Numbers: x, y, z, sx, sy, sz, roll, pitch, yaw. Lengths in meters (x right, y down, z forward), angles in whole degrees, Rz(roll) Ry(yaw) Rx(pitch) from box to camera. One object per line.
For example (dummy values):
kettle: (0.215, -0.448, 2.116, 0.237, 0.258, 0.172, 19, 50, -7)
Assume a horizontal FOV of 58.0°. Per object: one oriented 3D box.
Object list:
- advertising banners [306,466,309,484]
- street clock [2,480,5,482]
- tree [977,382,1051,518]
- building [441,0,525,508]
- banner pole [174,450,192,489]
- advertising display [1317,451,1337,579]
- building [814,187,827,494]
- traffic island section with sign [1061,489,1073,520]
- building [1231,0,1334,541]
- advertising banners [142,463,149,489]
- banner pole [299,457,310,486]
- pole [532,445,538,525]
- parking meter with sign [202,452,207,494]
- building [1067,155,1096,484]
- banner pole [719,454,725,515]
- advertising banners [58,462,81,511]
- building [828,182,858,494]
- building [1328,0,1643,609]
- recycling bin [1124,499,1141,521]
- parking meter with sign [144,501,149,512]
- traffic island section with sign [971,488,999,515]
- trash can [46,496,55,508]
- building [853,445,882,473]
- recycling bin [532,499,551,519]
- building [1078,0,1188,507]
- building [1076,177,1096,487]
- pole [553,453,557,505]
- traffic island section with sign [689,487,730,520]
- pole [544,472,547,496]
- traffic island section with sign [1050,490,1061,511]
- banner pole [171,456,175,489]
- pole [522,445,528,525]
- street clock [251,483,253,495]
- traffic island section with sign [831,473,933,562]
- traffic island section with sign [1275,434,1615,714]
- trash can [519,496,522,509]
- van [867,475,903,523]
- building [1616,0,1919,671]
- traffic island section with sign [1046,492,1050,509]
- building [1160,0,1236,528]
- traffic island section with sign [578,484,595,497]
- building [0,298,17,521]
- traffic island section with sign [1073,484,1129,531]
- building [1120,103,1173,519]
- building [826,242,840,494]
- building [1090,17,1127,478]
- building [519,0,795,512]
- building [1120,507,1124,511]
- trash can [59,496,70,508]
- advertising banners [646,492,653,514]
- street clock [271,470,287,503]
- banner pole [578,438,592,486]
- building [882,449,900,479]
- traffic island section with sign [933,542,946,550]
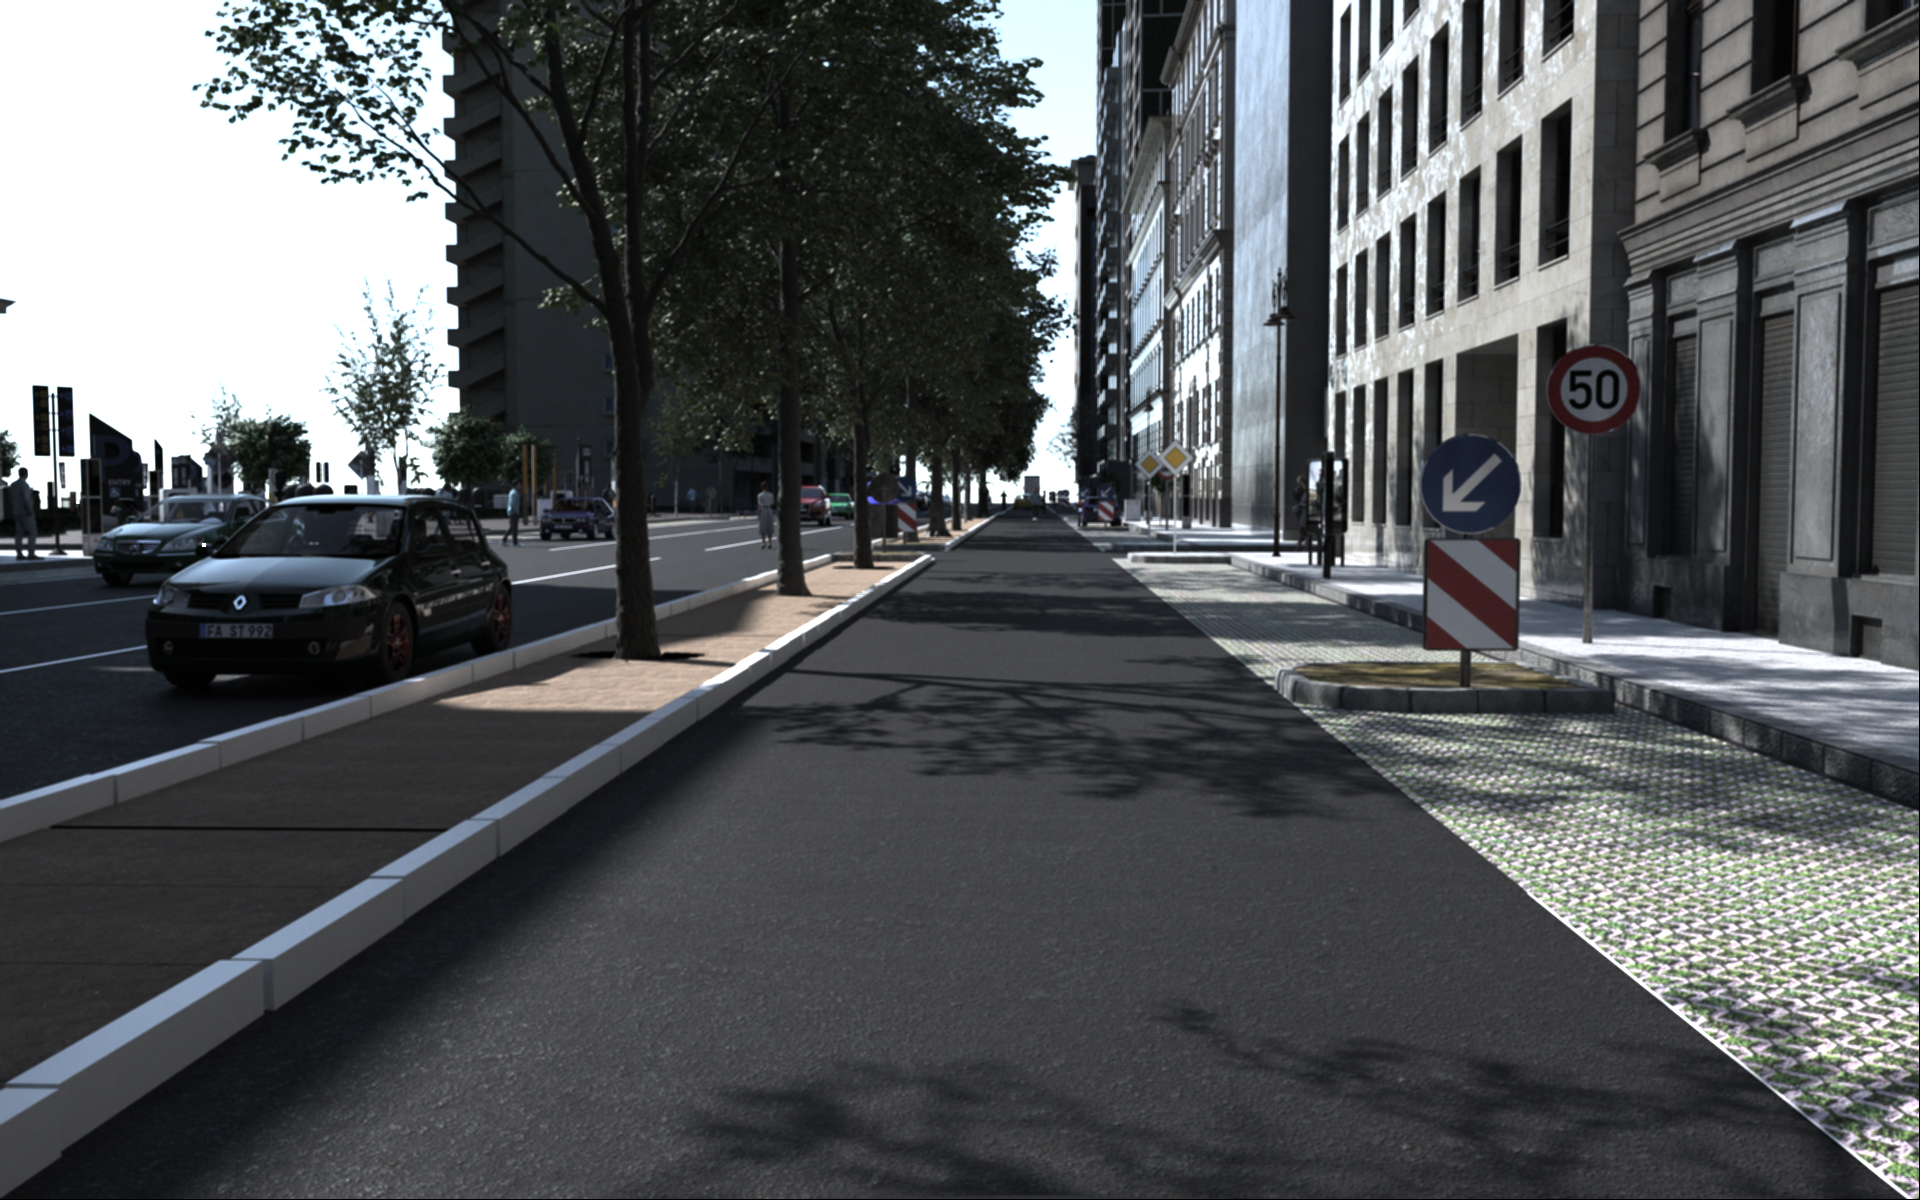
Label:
advertising banners: (-33.461, -5.538, 86.726, 2.074, 3.025, 0.090, 1, 4, 13)
street clock: (-48.375, -5.070, 87.469, 0.358, 2.002, 0.471, 1, 4, 12)
tree: (1.083, -10.043, 101.080, 8.767, 10.594, 7.601, 0, 4, 2)
building: (-26.409, -31.049, 131.354, 21.300, 48.544, 21.600, 0, 4, 2)
banner pole: (-43.651, -6.591, 97.779, 0.863, 3.779, 0.401, -3, 5, -39)
advertising display: (5.641, -1.309, 26.619, 0.123, 1.923, 0.974, 0, 4, 8)
building: (-20.982, -29.796, 170.757, 14.154, 41.232, 14.086, 0, 4, 2)
traffic island section with sign: (6.659, -5.263, 94.672, 1.989, 1.847, 2.006, 0, 4, 2)
building: (23.990, -14.220, 51.564, 30.058, 24.678, 14.314, 0, 4, 2)
advertising banners: (-46.115, -6.156, 96.838, 2.074, 3.025, 0.090, 1, 4, 22)
banner pole: (-32.165, -5.818, 85.138, 0.863, 3.779, 0.401, 1, 4, 21)
pole: (-17.589, -4.757, 71.621, 0.158, 3.312, 0.155, 0, 3, 0)
parking meter with sign: (-30.983, -4.596, 71.404, 0.543, 3.016, 1.738, -1, 4, -13)
building: (30.909, -41.277, 264.122, 28.713, 52.752, 27.495, 0, 4, 2)
banner pole: (-14.950, -7.229, 108.207, 0.401, 3.779, 0.863, 0, 4, 4)
advertising banners: (-47.646, -5.924, 93.046, 2.074, 3.025, 0.090, 1, 4, 22)
building: (-26.071, -38.509, 218.868, 28.713, 52.752, 27.495, 0, 4, 2)
building: (12.464, -10.523, 26.804, 10.420, 20.320, 16.860, 0, 4, 2)
recycling bin: (8.126, -4.222, 81.585, 0.722, 1.027, 0.722, 0, 4, 2)
parking meter with sign: (-49.631, -6.580, 103.848, 1.738, 3.016, 0.543, -1, 4, -16)
traffic island section with sign: (1.687, -6.832, 119.840, 2.006, 1.907, 1.989, 0, 4, 2)
trash can: (-62.518, -6.581, 119.248, 0.748, 1.137, 0.748, 0, 3, 0)
building: (-18.261, -36.055, 239.602, 14.600, 45.320, 14.200, 0, 4, 2)
recycling bin: (-21.251, -4.616, 88.031, 0.722, 1.027, 0.722, -3, 5, -41)
building: (26.043, -48.151, 225.515, 20.563, 71.187, 20.611, 0, 4, 2)
building: (23.596, -36.313, 243.821, 14.600, 45.320, 14.200, 0, 4, 2)
pole: (-20.123, -5.639, 86.036, 0.158, 3.312, 0.155, 0, 3, 0)
traffic island section with sign: (-13.759, -5.306, 95.387, 1.989, 1.847, 2.006, 0, 4, 2)
pole: (-25.260, -6.832, 105.541, 0.158, 3.312, 0.155, 0, 3, 0)
traffic island section with sign: (8.698, -8.308, 144.458, 1.989, 1.847, 2.006, 0, 4, 2)
banner pole: (-45.564, -6.789, 101.024, 0.863, 3.779, 0.401, -1, 4, -18)
pole: (-17.933, -4.745, 71.426, 0.158, 3.312, 0.155, 0, 3, 0)
street clock: (-42.099, -6.043, 103.370, 0.471, 2.002, 0.358, 3, 5, 41)
traffic island section with sign: (-1.695, -1.788, 37.364, 2.006, 1.907, 1.989, 0, 4, 2)
traffic island section with sign: (3.288, -0.218, 12.195, 1.989, 1.847, 2.006, 0, 4, 2)
trash can: (-26.403, -5.608, 103.336, 0.748, 1.137, 0.748, 0, 3, 0)
van: (-3.416, -4.734, 81.792, 2.240, 2.365, 5.245, 0, 4, 4)
building: (11.518, -9.794, 9.276, 9.793, 20.994, 18.267, 0, 4, 2)
traffic island section with sign: (9.804, -9.955, 171.391, 1.989, 1.847, 2.006, 0, 4, 2)
building: (15.943, -17.080, 76.528, 12.463, 27.353, 25.104, 0, 4, 2)
traffic island section with sign: (-14.850, -3.659, 68.453, 1.989, 1.847, 2.006, 0, 4, 2)
building: (-30.117, -11.927, 31.163, 21.152, 22.565, 11.583, 0, 4, 2)
traffic island section with sign: (5.537, -3.596, 67.415, 1.989, 1.847, 2.006, 0, 4, 2)
building: (18.391, -16.565, 104.115, 16.112, 22.955, 30.059, 0, 4, 2)
building: (-20.640, -25.288, 185.154, 14.160, 30.474, 14.107, 0, 4, 2)
building: (25.682, -34.149, 177.950, 23.786, 49.044, 30.456, 0, 4, 2)
building: (-24.775, -32.365, 152.865, 21.300, 48.544, 21.600, 0, 4, 2)
building: (23.133, -43.646, 151.872, 20.563, 71.187, 20.611, 0, 4, 2)
trash can: (-54.947, -5.801, 106.502, 0.748, 1.137, 0.748, 0, 3, 0)
advertising banners: (-20.505, -6.935, 109.570, 2.074, 3.025, 0.090, -1, 4, -18)
street clock: (-20.095, -2.849, 51.158, 0.471, 2.002, 0.358, 3, 4, 37)
banner pole: (-16.893, -5.371, 77.828, 0.863, 3.779, 0.401, -3, 5, -44)
building: (-20.349, -38.763, 257.470, 21.300, 48.544, 21.600, 0, 4, 2)
traffic island section with sign: (-1.382, -2.240, 44.764, 2.006, 1.907, 1.989, 0, 4, 2)
